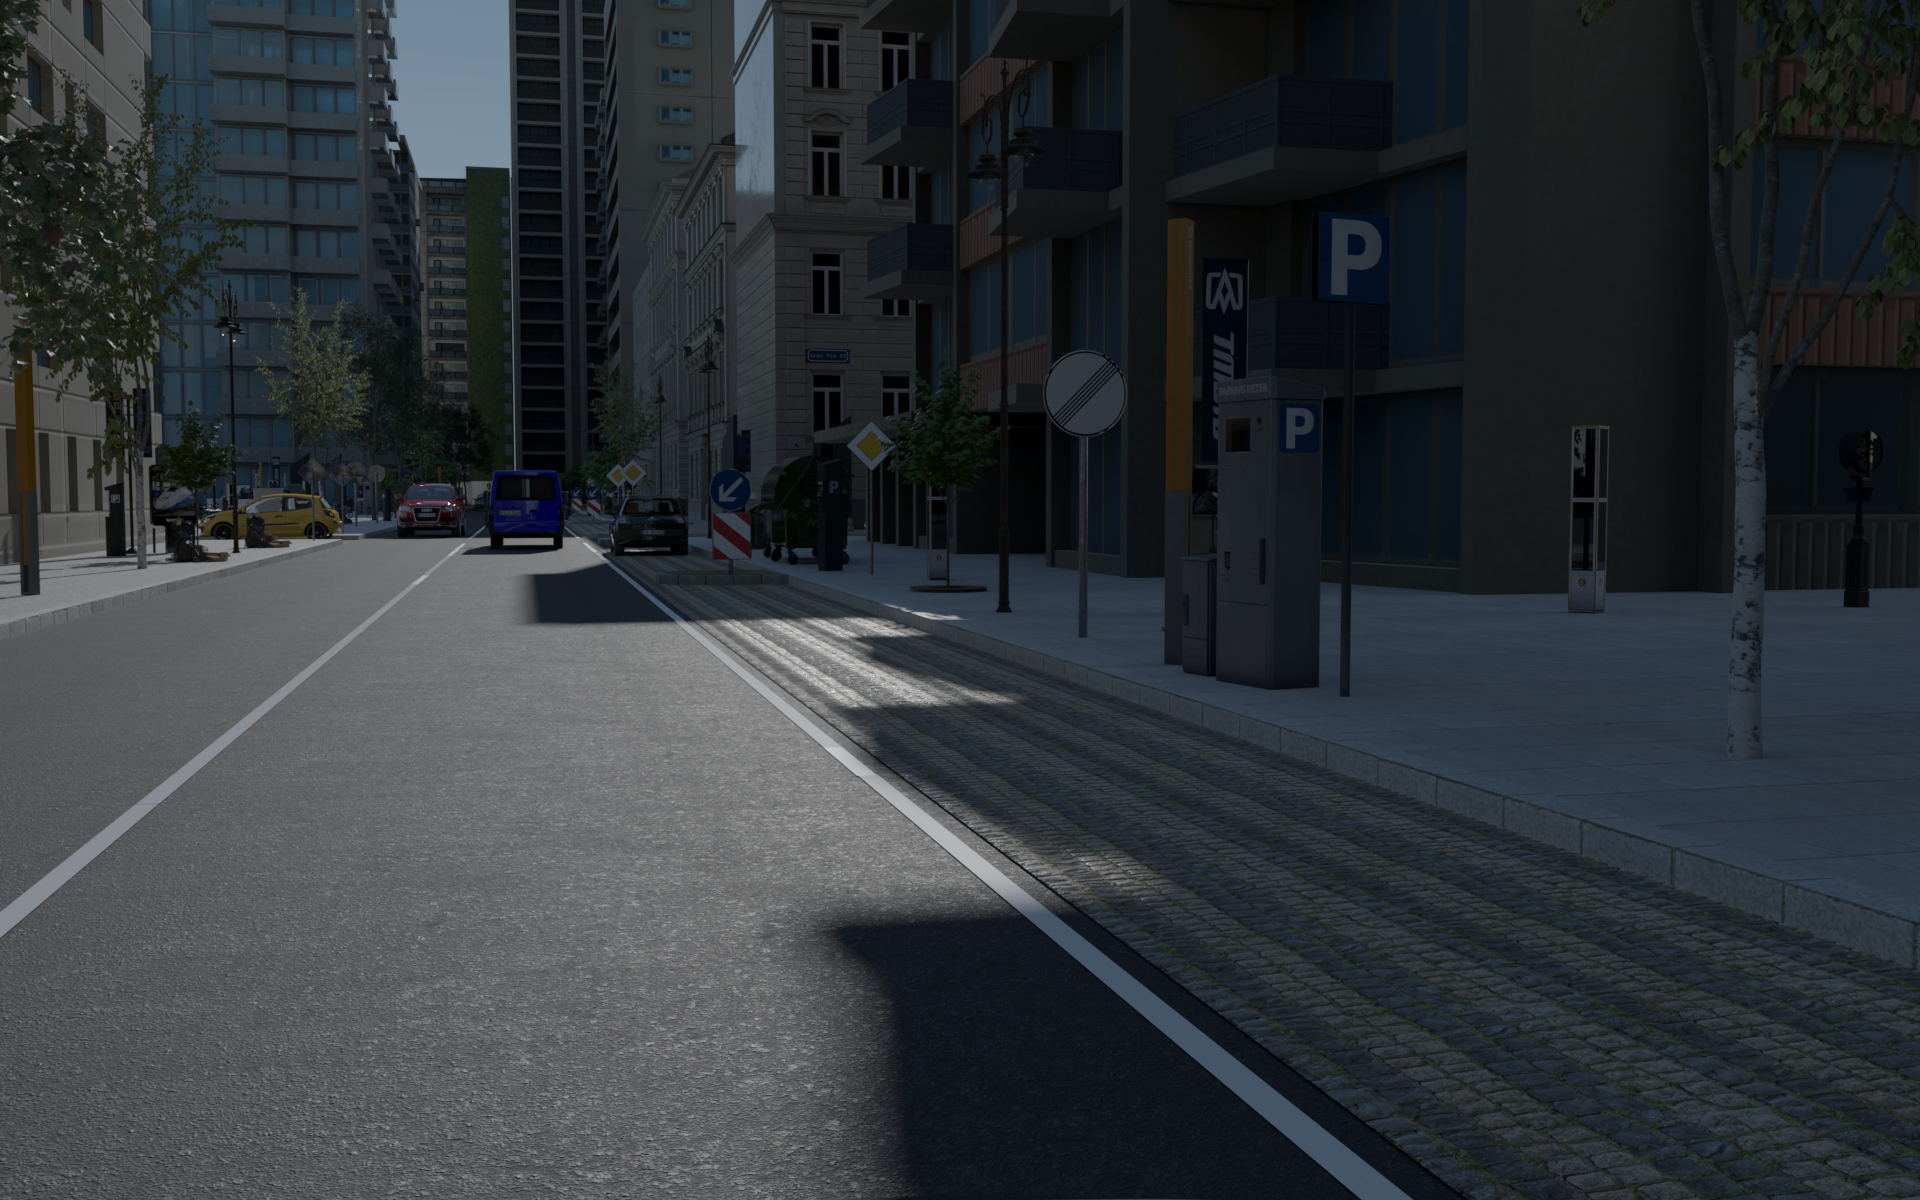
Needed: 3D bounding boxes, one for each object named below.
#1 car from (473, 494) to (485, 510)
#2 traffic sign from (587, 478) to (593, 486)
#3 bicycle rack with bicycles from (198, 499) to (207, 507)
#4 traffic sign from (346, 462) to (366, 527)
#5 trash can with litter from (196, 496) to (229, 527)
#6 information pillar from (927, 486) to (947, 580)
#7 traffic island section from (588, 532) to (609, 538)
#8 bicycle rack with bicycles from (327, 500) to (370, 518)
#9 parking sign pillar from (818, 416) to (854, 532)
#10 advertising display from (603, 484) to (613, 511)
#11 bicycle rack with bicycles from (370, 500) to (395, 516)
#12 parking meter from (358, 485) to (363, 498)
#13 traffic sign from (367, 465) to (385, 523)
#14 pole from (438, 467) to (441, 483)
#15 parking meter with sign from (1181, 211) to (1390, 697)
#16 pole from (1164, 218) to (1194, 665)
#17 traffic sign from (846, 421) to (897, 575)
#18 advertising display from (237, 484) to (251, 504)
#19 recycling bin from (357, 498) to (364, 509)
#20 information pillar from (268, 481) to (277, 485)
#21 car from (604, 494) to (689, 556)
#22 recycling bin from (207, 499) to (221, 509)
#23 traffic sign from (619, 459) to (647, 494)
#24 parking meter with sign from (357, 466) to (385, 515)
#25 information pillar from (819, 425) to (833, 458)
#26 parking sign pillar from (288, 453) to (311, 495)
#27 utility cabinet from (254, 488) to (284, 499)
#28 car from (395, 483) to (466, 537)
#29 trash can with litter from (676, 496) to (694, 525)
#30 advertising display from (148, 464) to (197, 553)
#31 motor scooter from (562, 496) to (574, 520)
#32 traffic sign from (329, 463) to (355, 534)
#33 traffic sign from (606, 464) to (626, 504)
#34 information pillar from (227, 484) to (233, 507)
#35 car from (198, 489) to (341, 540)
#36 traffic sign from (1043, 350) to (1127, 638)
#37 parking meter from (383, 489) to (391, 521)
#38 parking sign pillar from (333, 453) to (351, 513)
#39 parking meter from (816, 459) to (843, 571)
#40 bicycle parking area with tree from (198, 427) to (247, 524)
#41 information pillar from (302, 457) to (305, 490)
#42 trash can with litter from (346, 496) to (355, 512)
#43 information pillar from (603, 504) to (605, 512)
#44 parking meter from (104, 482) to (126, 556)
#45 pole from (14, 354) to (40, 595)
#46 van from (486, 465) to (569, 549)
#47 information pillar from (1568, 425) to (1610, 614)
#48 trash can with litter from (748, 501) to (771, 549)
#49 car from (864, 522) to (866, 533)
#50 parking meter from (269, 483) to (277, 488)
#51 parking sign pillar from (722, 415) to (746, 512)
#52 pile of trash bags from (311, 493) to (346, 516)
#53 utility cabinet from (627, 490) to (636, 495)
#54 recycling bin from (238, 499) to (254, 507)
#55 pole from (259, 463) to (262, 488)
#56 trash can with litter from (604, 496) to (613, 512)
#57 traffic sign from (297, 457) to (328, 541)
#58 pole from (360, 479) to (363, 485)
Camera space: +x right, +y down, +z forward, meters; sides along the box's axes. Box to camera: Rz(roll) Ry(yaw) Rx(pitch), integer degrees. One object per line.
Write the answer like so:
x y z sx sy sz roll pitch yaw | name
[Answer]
-42.559 -8.781 155.359 2.131 1.459 4.920 -1 4 -15 | car
-27.012 -7.774 127.204 0.768 2.556 0.104 0 4 -6 | traffic sign
-51.629 -6.263 115.777 2.852 0.926 2.925 2 4 28 | bicycle rack with bicycles
-23.703 -4.149 67.939 0.768 2.556 0.104 -1 4 -14 | traffic sign
-29.885 -3.452 67.495 1.678 1.210 2.233 2 4 30 | trash can with litter
-0.330 -1.304 25.811 0.304 2.012 0.304 -1 4 -9 | information pillar
-11.282 -2.149 57.413 2.009 0.180 2.903 -1 4 -14 | traffic island section
-30.763 -4.313 83.894 2.925 0.926 2.852 1 4 9 | bicycle rack with bicycles
-4.374 -4.348 59.562 1.447 3.967 1.447 0 4 0 | parking sign pillar
-21.896 -6.325 108.624 0.974 1.923 0.123 1 4 13 | advertising display
-33.799 -5.358 100.980 2.925 0.926 2.852 3 5 44 | bicycle rack with bicycles
-39.286 -6.595 113.541 0.255 1.863 0.399 0 4 -5 | parking meter
-25.438 -4.612 75.516 0.768 2.556 0.104 0 4 -4 | traffic sign
-38.560 -8.230 128.404 0.158 3.312 0.155 0 3 0 | pole
2.090 -0.941 11.638 0.543 3.016 1.738 -2 4 -25 | parking meter with sign
1.643 -1.170 12.971 0.158 3.312 0.155 0 3 0 | pole
-1.397 -1.600 27.340 0.795 2.450 0.064 -1 4 -9 | traffic sign
-48.134 -6.794 116.296 0.974 1.923 0.123 -3 5 -39 | advertising display
-37.740 -5.947 109.791 0.722 1.027 0.722 1 4 17 | recycling bin
-37.614 -5.524 94.807 0.304 2.012 0.304 1 4 19 | information pillar
-7.484 -1.938 41.481 2.009 1.686 4.222 -1 4 -13 | car
-41.629 -5.163 96.967 0.722 1.027 0.722 2 4 27 | recycling bin
-9.355 -2.810 49.585 0.795 2.450 0.064 -1 4 -14 | traffic sign
-36.721 -6.820 107.767 1.738 3.016 0.543 0 4 5 | parking meter with sign
-4.488 -4.100 58.391 0.504 3.616 0.183 -1 4 -22 | information pillar
-42.800 -7.567 112.199 1.447 3.967 1.447 -3 4 -38 | parking sign pillar
-25.593 -3.406 64.362 1.173 1.500 0.318 -2 4 -27 | utility cabinet
-18.040 -3.092 59.220 2.281 1.827 5.304 -1 4 -13 | car
-12.056 -3.765 72.615 2.233 1.210 1.678 -2 4 -31 | trash can with litter
-17.235 -2.002 37.953 0.974 1.923 0.123 -3 5 -45 | advertising display
-21.560 -5.021 94.878 0.815 1.314 1.986 -1 4 -13 | motor scooter
-19.692 -3.156 55.249 0.795 2.450 0.064 -1 4 -14 | traffic sign
-11.303 -3.284 57.330 0.795 2.450 0.064 -1 4 -14 | traffic sign
-51.493 -7.198 122.173 0.304 2.012 0.304 2 4 35 | information pillar
-20.671 -2.550 51.922 3.980 1.641 2.015 -1 4 -13 | car
1.100 -0.936 15.414 0.768 2.556 0.104 -1 4 -10 | traffic sign
-27.088 -4.493 81.869 0.372 1.533 0.369 0 3 0 | parking meter
-41.365 -7.772 115.549 1.447 3.967 1.447 -3 4 -38 | parking sign pillar
-2.175 -1.416 28.858 0.399 1.863 0.255 -2 4 -33 | parking meter
-34.184 -5.258 72.967 8.231 4.147 9.016 1 4 10 | bicycle parking area with tree
-41.010 -7.150 108.260 0.183 3.616 0.504 -2 4 -27 | information pillar
-42.649 -6.746 121.687 1.055 1.170 0.624 -1 4 -22 | trash can with litter
-25.898 -7.472 126.660 0.304 2.012 0.304 -3 4 -37 | information pillar
-17.444 -1.673 35.764 0.372 1.533 0.369 0 3 0 | parking meter
-11.818 -1.717 21.922 0.158 3.312 0.155 0 3 0 | pole
-11.741 -2.605 46.976 2.240 2.365 5.245 -1 4 -13 | van
6.782 -0.868 18.689 0.304 2.012 0.304 3 5 41 | information pillar
-4.883 -1.774 40.400 1.055 1.170 0.624 1 4 15 | trash can with litter
-0.713 -2.690 56.338 4.827 1.381 2.083 -1 4 -14 | car
-36.491 -5.279 92.023 0.399 1.863 0.255 2 4 32 | parking meter
-7.777 -4.345 59.509 1.447 3.967 1.447 -2 4 -25 | parking sign pillar
-35.250 -5.150 93.950 1.912 1.369 3.447 3 5 39 | pile of trash bags
-16.420 -4.767 86.620 0.318 1.500 1.173 -1 4 -19 | utility cabinet
-34.844 -4.423 84.869 0.722 1.027 0.722 1 4 9 | recycling bin
-45.144 -7.217 111.841 0.158 3.312 0.155 0 3 0 | pole
-21.467 -5.825 106.624 0.624 1.170 1.055 -3 5 -43 | trash can with litter
-17.744 -2.683 47.504 0.795 2.450 0.064 -1 4 -14 | traffic sign
-39.927 -7.441 115.501 0.158 3.312 0.155 0 3 0 | pole
